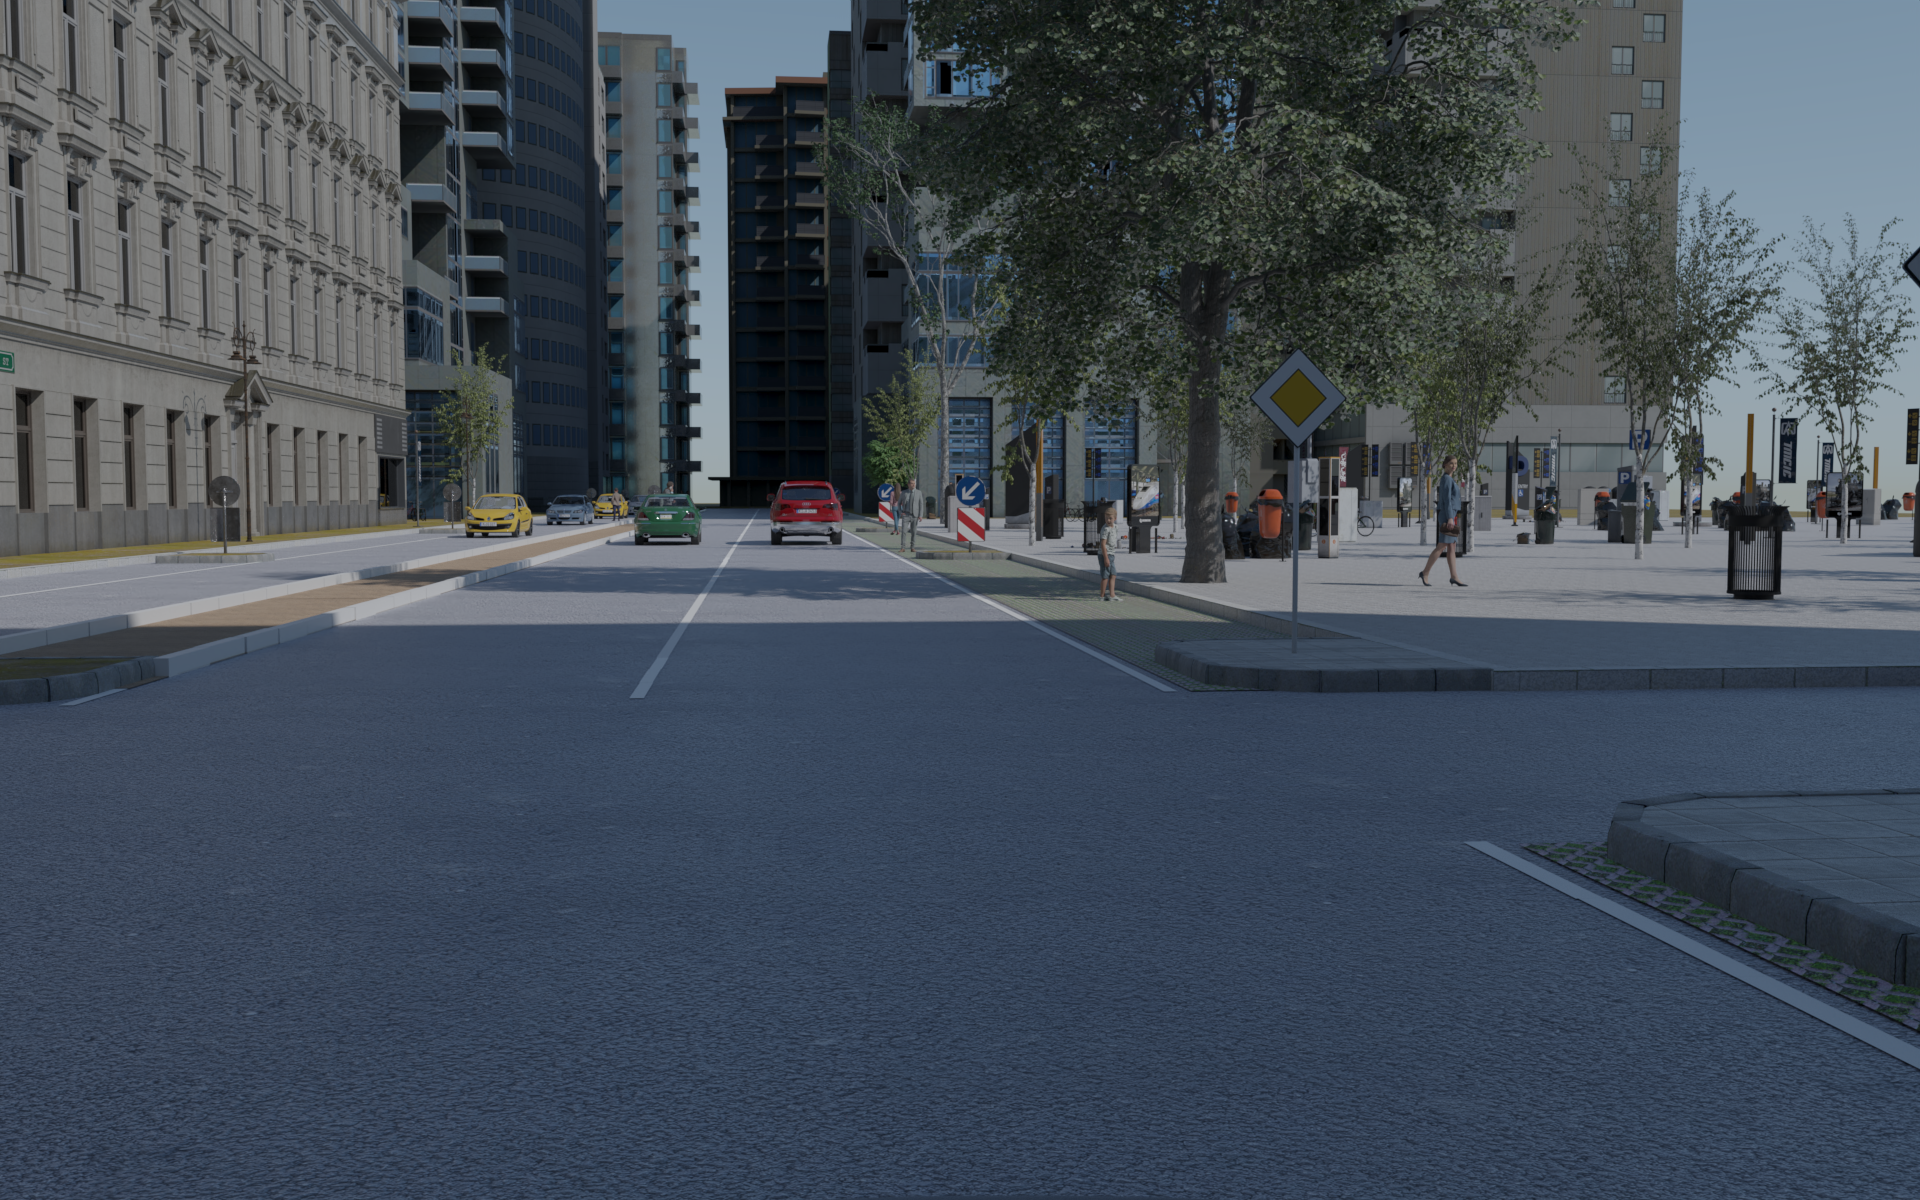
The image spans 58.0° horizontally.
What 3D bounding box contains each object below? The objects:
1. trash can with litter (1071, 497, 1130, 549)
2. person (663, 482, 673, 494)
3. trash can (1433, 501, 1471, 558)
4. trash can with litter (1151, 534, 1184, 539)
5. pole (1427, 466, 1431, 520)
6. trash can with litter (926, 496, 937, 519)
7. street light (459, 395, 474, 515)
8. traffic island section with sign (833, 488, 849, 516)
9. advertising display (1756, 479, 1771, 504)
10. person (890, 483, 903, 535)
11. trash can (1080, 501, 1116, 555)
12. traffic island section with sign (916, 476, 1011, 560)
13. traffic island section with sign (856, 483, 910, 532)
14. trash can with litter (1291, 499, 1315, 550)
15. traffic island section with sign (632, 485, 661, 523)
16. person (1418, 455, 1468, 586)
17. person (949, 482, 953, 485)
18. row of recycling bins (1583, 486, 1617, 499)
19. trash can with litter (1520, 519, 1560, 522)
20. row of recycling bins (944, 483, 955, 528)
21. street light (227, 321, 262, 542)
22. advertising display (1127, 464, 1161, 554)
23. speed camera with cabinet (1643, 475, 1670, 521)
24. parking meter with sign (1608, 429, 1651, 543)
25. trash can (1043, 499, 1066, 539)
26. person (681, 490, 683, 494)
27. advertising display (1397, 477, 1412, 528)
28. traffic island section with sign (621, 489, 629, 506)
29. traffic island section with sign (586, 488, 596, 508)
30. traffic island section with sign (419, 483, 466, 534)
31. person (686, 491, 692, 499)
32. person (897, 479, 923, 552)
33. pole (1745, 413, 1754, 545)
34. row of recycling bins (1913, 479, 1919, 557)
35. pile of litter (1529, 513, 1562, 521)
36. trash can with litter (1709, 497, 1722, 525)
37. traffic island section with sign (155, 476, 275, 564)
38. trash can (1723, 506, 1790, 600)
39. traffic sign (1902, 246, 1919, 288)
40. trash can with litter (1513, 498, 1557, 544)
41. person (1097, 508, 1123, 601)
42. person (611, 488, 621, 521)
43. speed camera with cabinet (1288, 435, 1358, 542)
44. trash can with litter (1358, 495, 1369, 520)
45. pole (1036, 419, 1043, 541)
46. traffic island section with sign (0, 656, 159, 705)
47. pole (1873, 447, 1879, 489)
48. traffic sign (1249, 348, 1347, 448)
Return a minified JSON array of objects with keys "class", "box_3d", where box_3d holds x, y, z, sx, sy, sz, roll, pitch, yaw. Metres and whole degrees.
[{"class":"trash can with litter","box_3d":[3.467,-1.859,41.459,1.678,1.210,2.233,0,4,-4]},{"class":"person","box_3d":[-9.713,-3.030,57.850,0.447,1.846,0.655,-2,4,-24]},{"class":"trash can","box_3d":[9.963,-1.434,35.105,0.748,1.137,0.748,0,3,0]},{"class":"trash can with litter","box_3d":[5.473,-2.346,49.413,2.233,1.210,1.678,-1,4,-17]},{"class":"pole","box_3d":[23.563,-5.704,87.111,0.158,3.312,0.155,0,3,0]},{"class":"trash can with litter","box_3d":[-1.389,-4.677,87.860,0.624,1.170,1.055,-1,4,-12]},{"class":"street light","box_3d":[-22.924,-6.594,80.602,0.468,5.910,1.993,0,4,-6]},{"class":"traffic island section with sign","box_3d":[-8.429,-6.512,115.099,1.989,1.847,2.006,0,4,-6]},{"class":"advertising display","box_3d":[34.683,-4.281,75.205,0.974,1.923,0.123,0,4,-3]},{"class":"person","box_3d":[-2.178,-3.163,60.224,0.555,1.821,0.388,-2,4,-24]},{"class":"trash can","box_3d":[2.895,-1.510,36.349,0.748,1.137,0.748,0,3,0]},{"class":"traffic island section with sign","box_3d":[0.043,-1.821,38.408,1.989,1.847,2.006,0,4,-6]},{"class":"traffic island section with sign","box_3d":[-2.915,-3.460,65.201,1.989,1.847,2.006,0,4,-6]},{"class":"trash can with litter","box_3d":[7.553,-1.721,39.528,1.055,1.170,0.624,1,4,10]},{"class":"traffic island section with sign","box_3d":[-15.443,-4.836,87.209,2.006,1.907,1.989,0,4,-6]},{"class":"person","box_3d":[6.726,-1.100,24.048,0.654,1.822,0.581,2,4,30]},{"class":"person","box_3d":[-0.520,-5.104,88.853,0.648,1.900,0.474,-2,4,-31]},{"class":"row of recycling bins","box_3d":[34.419,-5.167,91.600,3.534,1.692,1.069,-1,4,-16]},{"class":"trash can with litter","box_3d":[26.335,-4.137,78.702,2.233,1.210,1.678,1,4,23]},{"class":"row of recycling bins","box_3d":[-0.047,-3.640,66.625,1.069,1.692,3.534,0,4,6]},{"class":"street light","box_3d":[-19.077,-4.497,46.317,0.468,5.910,1.993,0,4,-6]},{"class":"advertising display","box_3d":[3.964,-1.968,37.397,0.974,1.923,0.123,-3,5,-43]},{"class":"speed camera with cabinet","box_3d":[33.383,-5.456,83.542,0.660,3.252,2.038,-1,4,-13]},{"class":"parking meter with sign","box_3d":[17.821,-3.055,46.206,0.543,3.016,1.738,3,5,41]},{"class":"trash can","box_3d":[2.665,-2.311,49.438,0.748,1.137,0.748,0,3,0]},{"class":"person","box_3d":[-22.300,-7.904,138.550,1.217,1.723,0.721,1,4,19]},{"class":"advertising display","box_3d":[17.119,-3.761,66.705,0.123,1.923,0.974,3,5,43]},{"class":"traffic island section with sign","box_3d":[-27.190,-8.090,140.896,1.989,1.847,2.006,0,4,-6]},{"class":"traffic island section with sign","box_3d":[-24.232,-6.446,114.023,1.989,1.847,2.006,0,4,-6]},{"class":"traffic island section with sign","box_3d":[-18.635,-3.355,63.481,1.989,1.847,2.006,0,4,-6]},{"class":"person","box_3d":[-23.901,-8.777,152.834,0.721,1.723,1.217,1,4,10]},{"class":"person","box_3d":[-1.223,-2.073,42.489,0.635,1.810,0.391,-1,4,-10]},{"class":"pole","box_3d":[20.009,-3.063,43.920,0.158,3.312,0.155,0,3,0]},{"class":"row of recycling bins","box_3d":[20.907,-1.773,36.109,3.534,1.692,1.069,-3,4,-39]},{"class":"pile of litter","box_3d":[27.541,-4.121,81.349,1.719,0.858,1.176,0,4,7]},{"class":"trash can with litter","box_3d":[31.179,-3.626,70.668,1.055,1.170,0.624,0,4,4]},{"class":"traffic island section with sign","box_3d":[-15.694,-1.716,36.686,1.989,1.847,2.006,0,4,-6]},{"class":"trash can","box_3d":[9.729,-0.584,21.199,0.748,1.137,0.748,0,3,0]},{"class":"traffic sign","box_3d":[3.594,-0.229,5.935,0.795,2.593,0.064,0,4,-6]},{"class":"trash can with litter","box_3d":[14.691,-2.010,44.255,1.055,1.170,0.624,2,4,27]},{"class":"person","box_3d":[1.997,-0.603,23.046,0.332,1.250,0.352,-1,4,-16]},{"class":"person","box_3d":[-18.337,-5.079,92.068,0.617,1.759,0.750,-2,4,-31]},{"class":"speed camera with cabinet","box_3d":[9.597,-3.147,45.794,2.038,3.252,0.660,-2,4,-33]},{"class":"trash can with litter","box_3d":[19.568,-4.557,85.565,2.233,1.210,1.678,1,4,13]},{"class":"pole","box_3d":[2.165,-3.260,47.151,0.158,3.312,0.155,0,3,0]},{"class":"traffic island section with sign","box_3d":[-7.184,-0.268,12.524,2.006,1.907,1.989,0,4,-6]},{"class":"pole","box_3d":[39.487,-4.946,74.714,0.158,3.312,0.155,0,3,0]},{"class":"traffic sign","box_3d":[2.717,-0.714,13.872,0.795,2.593,0.064,0,4,-6]}]
